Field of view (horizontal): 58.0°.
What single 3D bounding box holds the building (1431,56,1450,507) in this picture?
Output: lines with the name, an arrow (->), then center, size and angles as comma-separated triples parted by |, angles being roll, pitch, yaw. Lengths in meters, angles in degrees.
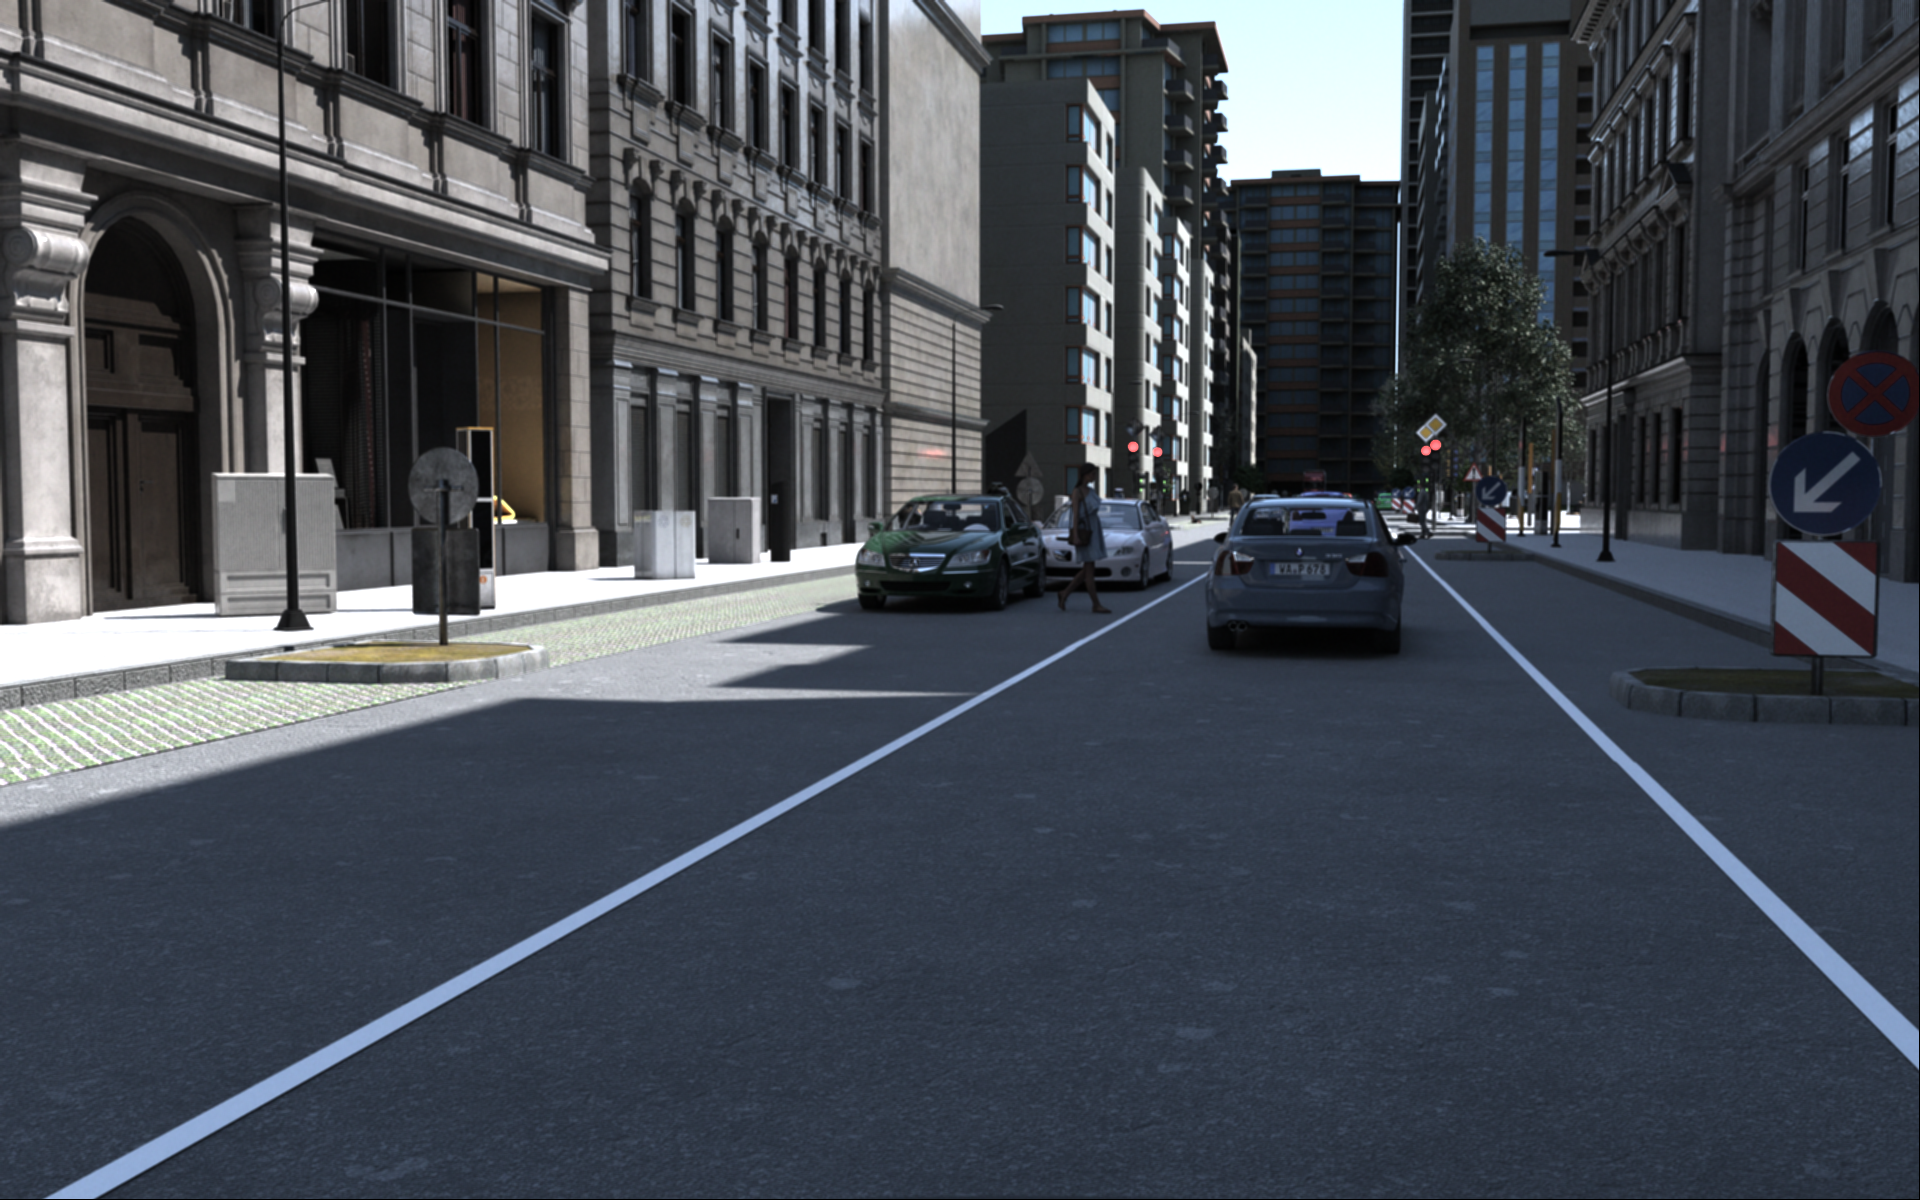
building -> 58.826, -33.767, 171.702 | 23.786, 49.044, 30.456 | 1, 4, 13

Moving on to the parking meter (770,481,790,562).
parking meter -> -3.407, -1.494, 32.831 | 0.372, 1.533, 0.369 | 0, 3, 0

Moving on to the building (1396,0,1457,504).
building -> 69.388, -48.508, 231.359 | 20.611, 71.187, 20.563 | 1, 4, 13

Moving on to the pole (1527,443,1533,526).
pole -> 22.678, -4.590, 68.889 | 0.158, 3.312, 0.155 | 0, 3, 0

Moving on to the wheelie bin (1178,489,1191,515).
wheelie bin -> 13.672, -5.958, 105.316 | 0.693, 1.594, 0.980 | -1, 4, -10

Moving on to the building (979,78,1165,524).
building -> -5.004, -14.943, 89.352 | 27.650, 21.520, 28.899 | 1, 4, 13

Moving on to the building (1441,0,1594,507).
building -> 49.848, -30.621, 150.760 | 14.600, 45.320, 14.200 | 1, 4, 13

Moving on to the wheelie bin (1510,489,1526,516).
wheelie bin -> 32.614, -5.705, 101.190 | 0.980, 1.594, 0.693 | -1, 4, -15

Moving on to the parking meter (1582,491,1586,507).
parking meter -> 45.136, -7.139, 125.125 | 0.372, 1.533, 0.369 | 0, 3, 0

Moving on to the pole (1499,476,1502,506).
pole -> 39.015, -8.023, 125.018 | 0.158, 3.312, 0.155 | 0, 3, 0

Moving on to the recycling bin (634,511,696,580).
recycling bin -> -4.476, -0.838, 26.250 | 0.722, 1.027, 0.722 | -2, 4, -35

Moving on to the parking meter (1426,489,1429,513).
parking meter -> 32.414, -7.029, 120.627 | 0.399, 1.863, 0.255 | 2, 4, 33

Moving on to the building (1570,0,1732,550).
building -> 23.058, -11.140, 46.765 | 10.561, 19.102, 19.286 | 1, 4, 13

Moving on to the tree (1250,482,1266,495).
tree -> 34.005, -12.277, 195.334 | 1.663, 3.219, 1.824 | 0, 3, 0

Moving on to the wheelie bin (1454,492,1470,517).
wheelie bin -> 27.962, -5.414, 96.420 | 0.980, 1.594, 0.693 | -3, 5, -42

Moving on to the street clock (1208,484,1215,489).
street clock -> 18.992, -7.721, 130.815 | 0.471, 2.002, 0.358 | 0, 3, 0

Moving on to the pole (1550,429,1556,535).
pole -> 18.667, -3.703, 54.391 | 0.158, 3.312, 0.155 | 0, 3, 0

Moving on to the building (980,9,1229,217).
building -> 13.238, -30.989, 161.293 | 22.147, 44.769, 28.867 | 1, 4, 13

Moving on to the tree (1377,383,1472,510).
tree -> 38.123, -13.190, 141.405 | 9.928, 11.665, 9.643 | 0, 3, 0

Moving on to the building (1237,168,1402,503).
building -> 44.980, -35.582, 236.385 | 28.867, 44.769, 22.147 | 1, 4, 13

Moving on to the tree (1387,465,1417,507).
tree -> 43.724, -11.488, 171.535 | 4.285, 4.588, 4.351 | 0, 3, 0

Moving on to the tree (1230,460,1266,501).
tree -> 27.725, -11.195, 166.747 | 4.285, 4.588, 4.351 | 0, 3, 0

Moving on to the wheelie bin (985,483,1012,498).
wheelie bin -> 1.025, -2.461, 48.153 | 0.693, 1.594, 0.980 | 2, 4, 29

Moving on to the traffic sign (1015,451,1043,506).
traffic sign -> 2.056, -3.188, 52.124 | 0.884, 2.594, 0.081 | 1, 4, 19

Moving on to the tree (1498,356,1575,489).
tree -> 28.632, -8.298, 86.040 | 4.737, 8.622, 4.395 | 0, 3, 0

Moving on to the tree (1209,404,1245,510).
tree -> 21.094, -11.636, 140.607 | 4.360, 8.622, 3.978 | 0, 3, 0

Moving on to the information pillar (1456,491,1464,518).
information pillar -> 27.200, -5.485, 94.167 | 0.304, 2.012, 0.304 | 2, 4, 31

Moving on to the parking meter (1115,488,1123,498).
parking meter -> 6.732, -3.971, 73.341 | 0.372, 1.533, 0.369 | 0, 3, 0

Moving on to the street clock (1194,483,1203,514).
street clock -> 14.991, -6.381, 108.903 | 0.471, 2.002, 0.358 | -1, 4, -22

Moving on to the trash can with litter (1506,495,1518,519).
trash can with litter -> 28.692, -4.888, 90.984 | 2.233, 1.210, 1.678 | 0, 4, -5

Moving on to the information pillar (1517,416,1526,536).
information pillar -> 17.032, -3.741, 52.520 | 0.183, 3.616, 0.504 | 0, 4, 5

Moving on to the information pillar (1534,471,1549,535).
information pillar -> 18.296, -3.058, 54.493 | 0.304, 2.012, 0.304 | -2, 4, -26

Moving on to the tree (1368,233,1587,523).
tree -> 22.924, -9.740, 76.263 | 9.611, 12.733, 9.660 | 0, 3, 0

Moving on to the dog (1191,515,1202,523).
dog -> 11.486, -3.925, 84.374 | 0.550, 0.427, 0.748 | -2, 4, -33

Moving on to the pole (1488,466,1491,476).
pole -> 37.489, -7.879, 122.662 | 0.158, 3.312, 0.155 | 0, 3, 0

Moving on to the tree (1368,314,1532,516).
tree -> 29.680, -11.792, 103.165 | 12.009, 13.543, 11.850 | 0, 3, 0

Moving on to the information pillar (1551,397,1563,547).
information pillar -> 14.425, -3.084, 41.773 | 0.183, 3.616, 0.504 | 1, 4, 10

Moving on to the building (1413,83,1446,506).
building -> 63.345, -35.085, 197.343 | 21.300, 48.544, 21.600 | 1, 4, 13

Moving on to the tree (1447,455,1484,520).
tree -> 24.987, -5.566, 85.607 | 1.663, 3.219, 1.824 | 0, 3, 0

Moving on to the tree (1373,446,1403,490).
tree -> 53.915, -16.256, 216.145 | 4.737, 8.622, 4.395 | 0, 3, 0

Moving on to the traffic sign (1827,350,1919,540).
traffic sign -> 8.134, -0.939, 15.461 | 0.768, 2.556, 0.104 | 1, 4, 19

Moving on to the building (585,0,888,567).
building -> -8.599, -11.635, 39.390 | 9.793, 20.994, 18.267 | 1, 4, 13

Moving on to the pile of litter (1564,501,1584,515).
pile of litter -> 37.556, -5.570, 105.029 | 1.719, 0.858, 1.176 | 3, 5, 41

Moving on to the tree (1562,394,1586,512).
tree -> 43.021, -10.503, 122.085 | 4.360, 8.622, 3.978 | 0, 3, 0

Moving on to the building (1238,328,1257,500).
building -> 19.865, -22.095, 206.300 | 28.899, 21.520, 27.650 | 1, 4, 13

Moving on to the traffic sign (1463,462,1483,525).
traffic sign -> 21.051, -4.341, 70.986 | 0.884, 2.594, 0.081 | 1, 4, 18

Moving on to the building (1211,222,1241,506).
building -> 21.848, -25.081, 181.775 | 14.160, 30.474, 14.107 | 1, 4, 13

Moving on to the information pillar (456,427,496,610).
information pillar -> -5.371, -0.901, 19.227 | 0.304, 2.012, 0.304 | -3, 5, -41

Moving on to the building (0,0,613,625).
building -> -14.855, -9.766, 10.579 | 10.553, 20.767, 40.483 | 1, 4, 13

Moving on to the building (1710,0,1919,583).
building -> 19.716, -11.184, 24.663 | 13.314, 21.916, 24.055 | 1, 4, 13

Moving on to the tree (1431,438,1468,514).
tree -> 31.556, -10.002, 113.895 | 4.360, 8.622, 3.978 | 0, 3, 0

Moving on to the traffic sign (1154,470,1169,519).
traffic sign -> 10.451, -5.493, 89.923 | 0.768, 2.556, 0.104 | 1, 4, 20

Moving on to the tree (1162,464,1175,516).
tree -> 12.230, -6.641, 103.175 | 1.663, 3.219, 1.824 | 0, 3, 0

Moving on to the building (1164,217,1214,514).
building -> 3.234, -17.138, 125.252 | 27.650, 21.520, 28.899 | 1, 4, 13

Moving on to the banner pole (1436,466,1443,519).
banner pole -> 25.140, -6.156, 90.663 | 0.401, 3.779, 0.863 | 1, 4, 17

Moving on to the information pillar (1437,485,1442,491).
information pillar -> 37.671, -8.052, 136.149 | 0.304, 2.012, 0.304 | -1, 4, -19
